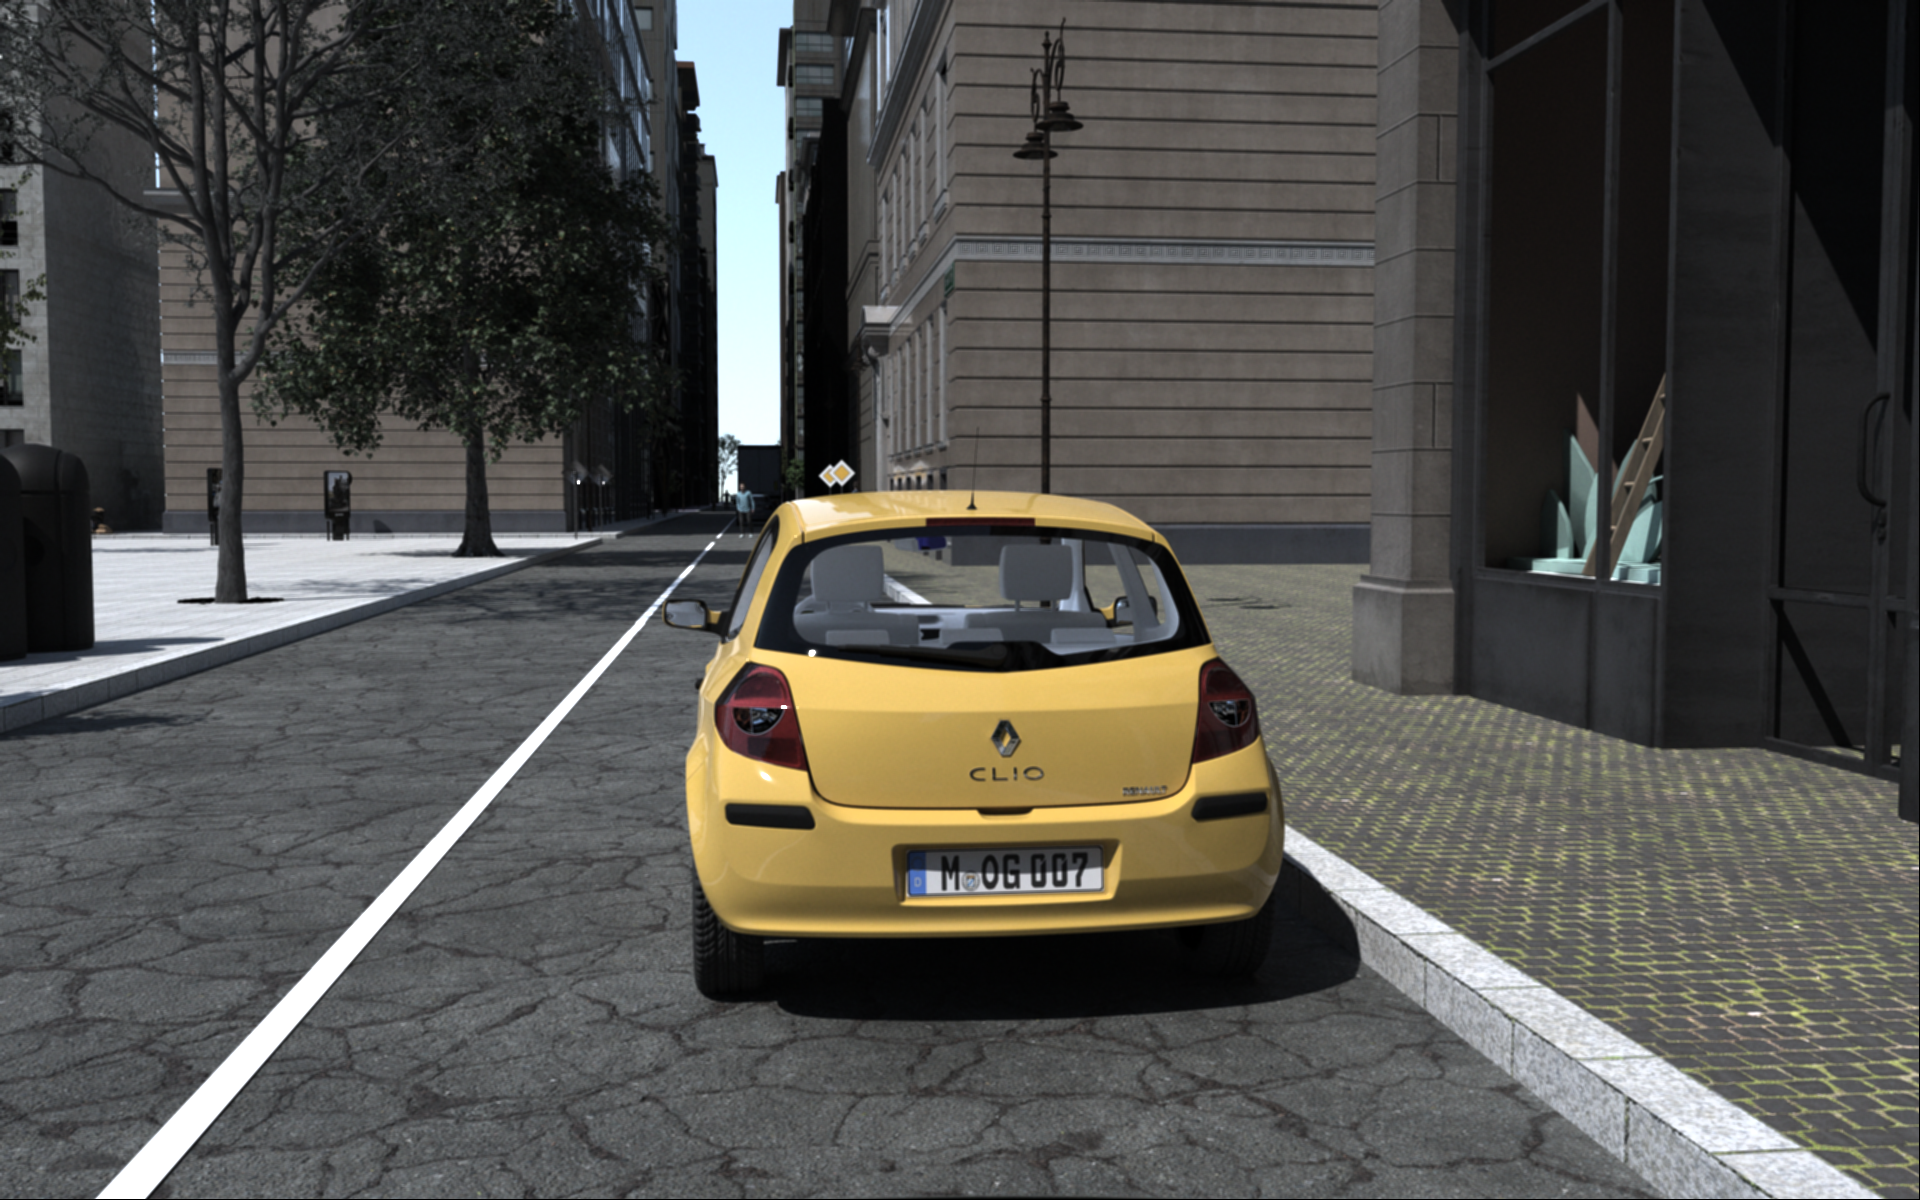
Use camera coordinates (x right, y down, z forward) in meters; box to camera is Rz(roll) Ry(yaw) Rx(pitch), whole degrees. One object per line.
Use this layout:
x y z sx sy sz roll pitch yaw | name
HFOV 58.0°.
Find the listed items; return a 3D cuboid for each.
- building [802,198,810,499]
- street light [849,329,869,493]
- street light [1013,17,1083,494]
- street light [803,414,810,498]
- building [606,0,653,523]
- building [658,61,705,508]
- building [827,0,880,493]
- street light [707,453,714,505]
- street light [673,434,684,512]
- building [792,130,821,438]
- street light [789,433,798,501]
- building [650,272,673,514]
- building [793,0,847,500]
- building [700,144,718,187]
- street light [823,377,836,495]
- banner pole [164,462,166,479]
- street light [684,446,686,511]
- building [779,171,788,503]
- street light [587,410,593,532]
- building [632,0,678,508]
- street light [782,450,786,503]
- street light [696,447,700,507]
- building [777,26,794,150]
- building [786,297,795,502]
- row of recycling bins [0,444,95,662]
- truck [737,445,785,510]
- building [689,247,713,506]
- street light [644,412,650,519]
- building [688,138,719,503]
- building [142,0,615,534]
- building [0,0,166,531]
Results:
-2.747 -16.584 100.820 12.332 23.373 15.834 0 4 -7 | building
-2.836 -4.641 48.676 0.468 5.910 1.993 0 4 -7 | street light
0.868 -2.732 17.457 0.468 5.910 1.993 0 4 -7 | street light
-8.806 -7.799 100.302 0.468 5.910 1.993 0 4 -7 | street light
-22.428 -19.108 89.908 11.434 29.767 29.804 0 4 -7 | building
-36.933 -31.640 171.944 22.147 44.769 28.867 0 4 -7 | building
10.257 -14.298 67.056 30.059 22.955 16.112 0 4 -7 | building
-28.526 -13.687 196.574 0.468 5.910 1.993 0 4 -7 | street light
-19.707 -9.033 120.474 0.468 5.910 1.993 0 4 -7 | street light
-4.374 -20.399 120.917 14.401 28.519 23.554 0 4 -7 | building
-12.511 -9.719 131.695 0.468 5.910 1.993 0 4 -7 | street light
-27.406 -15.023 113.085 16.820 18.784 16.811 0 4 -7 | building
-6.887 -28.238 145.289 14.154 41.232 14.086 0 4 -7 | building
-51.094 -41.148 262.014 28.713 52.752 27.495 0 4 -7 | building
-5.165 -5.871 68.782 0.468 5.910 1.993 0 4 -7 | street light
-44.349 -6.527 96.739 0.863 3.779 0.401 0 4 4 | banner pole
-21.428 -9.866 134.100 0.468 5.910 1.993 0 4 -7 | street light
-17.425 -35.761 234.807 14.600 45.320 14.200 0 4 -7 | building
-12.374 -5.197 57.762 0.468 5.910 1.993 0 4 -7 | street light
-37.282 -33.890 143.339 28.713 52.752 27.495 0 4 -7 | building
-17.877 -12.477 176.782 0.468 5.910 1.993 0 4 -7 | street light
-24.971 -11.777 165.338 0.468 5.910 1.993 0 4 -7 | street light
-5.943 -37.067 195.288 28.713 52.752 27.495 0 4 -7 | building
-2.687 -19.756 168.047 27.650 21.520 28.899 0 4 -7 | building
-7.876 -0.357 12.952 1.069 1.692 3.534 1 4 13 | row of recycling bins
-11.999 -7.070 104.506 2.839 4.237 11.283 0 4 -5 | truck
-35.437 -25.838 194.148 14.160 30.474 14.107 0 4 -7 | building
-16.058 -7.107 88.984 0.468 5.910 1.993 0 4 -7 | street light
-44.327 -37.588 238.264 21.300 48.544 21.600 0 4 -7 | building
-20.282 -17.077 65.106 13.634 28.700 20.117 0 4 -7 | building
-37.463 -12.438 58.109 16.860 20.320 10.420 0 4 -7 | building
